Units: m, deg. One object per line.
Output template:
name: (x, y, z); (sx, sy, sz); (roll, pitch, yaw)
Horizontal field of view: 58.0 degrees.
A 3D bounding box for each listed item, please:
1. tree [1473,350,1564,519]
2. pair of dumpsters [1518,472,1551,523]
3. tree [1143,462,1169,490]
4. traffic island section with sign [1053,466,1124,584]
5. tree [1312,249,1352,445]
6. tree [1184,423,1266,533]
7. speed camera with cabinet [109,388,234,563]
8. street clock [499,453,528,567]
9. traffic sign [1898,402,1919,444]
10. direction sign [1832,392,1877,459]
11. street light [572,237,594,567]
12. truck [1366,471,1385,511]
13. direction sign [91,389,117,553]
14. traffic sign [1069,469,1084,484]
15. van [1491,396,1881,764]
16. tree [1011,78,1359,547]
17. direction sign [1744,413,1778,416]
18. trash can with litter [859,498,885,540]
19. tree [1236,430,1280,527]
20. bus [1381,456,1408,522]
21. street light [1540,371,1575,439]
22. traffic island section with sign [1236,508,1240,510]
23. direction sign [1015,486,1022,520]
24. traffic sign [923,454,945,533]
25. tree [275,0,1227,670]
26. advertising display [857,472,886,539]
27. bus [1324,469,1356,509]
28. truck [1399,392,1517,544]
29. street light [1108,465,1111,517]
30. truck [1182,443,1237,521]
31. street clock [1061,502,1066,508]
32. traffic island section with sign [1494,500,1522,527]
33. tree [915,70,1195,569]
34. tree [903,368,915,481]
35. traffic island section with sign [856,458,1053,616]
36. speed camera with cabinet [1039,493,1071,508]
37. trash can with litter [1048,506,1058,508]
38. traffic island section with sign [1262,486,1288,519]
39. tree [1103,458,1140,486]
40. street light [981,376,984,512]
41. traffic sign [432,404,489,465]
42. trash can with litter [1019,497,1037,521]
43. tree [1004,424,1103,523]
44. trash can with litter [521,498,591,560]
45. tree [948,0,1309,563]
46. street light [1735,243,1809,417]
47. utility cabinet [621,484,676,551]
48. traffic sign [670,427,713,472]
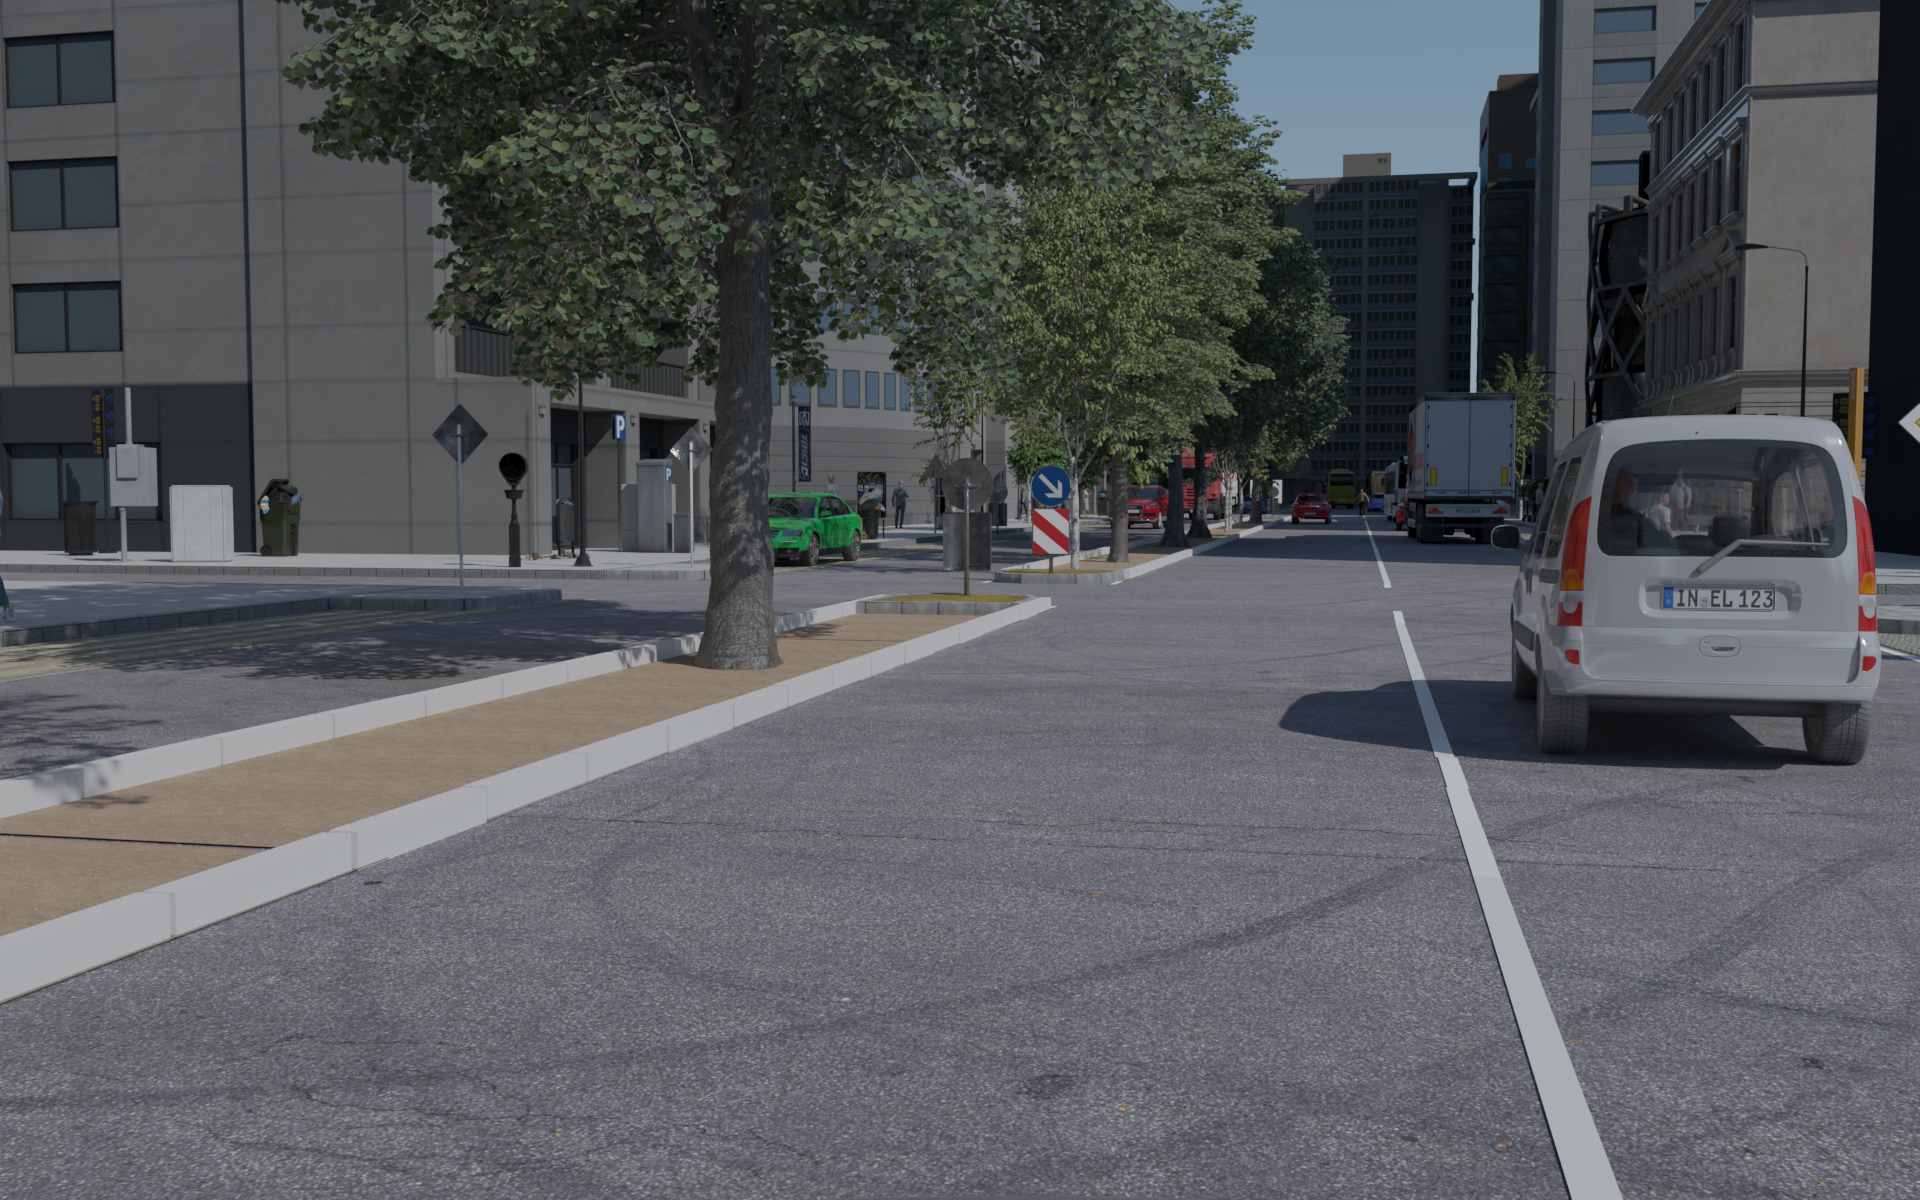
tree: (28.256, -8.407, 87.813); (4.737, 8.622, 4.395); (0, 3, 0)
pair of dumpsters: (26.414, -4.666, 78.780); (1.574, 2.255, 4.437); (1, 4, 13)
tree: (10.942, -7.746, 110.361); (4.285, 4.588, 4.351); (0, 3, 0)
traffic island section with sign: (1.610, -1.246, 28.505); (2.006, 1.907, 1.989); (1, 4, 13)
tree: (14.383, -10.691, 83.909); (9.857, 13.997, 8.962); (0, 3, 0)
tree: (10.637, -7.045, 68.011); (4.360, 8.622, 3.978); (0, 3, 0)
speed camera with cabinet: (-14.818, -2.338, 32.560); (2.038, 3.252, 0.660); (0, 4, -6)
street clock: (-7.801, -1.574, 30.299); (0.471, 2.002, 0.358); (0, 4, -6)
traffic sign: (10.477, -1.001, 18.556); (0.795, 2.593, 0.064); (1, 4, 13)
direction sign: (19.907, -2.853, 38.638); (0.876, 3.537, 0.379); (2, 4, 35)
street light: (-6.156, -3.538, 30.382); (1.470, 5.913, 1.316); (1, 4, 13)
truck: (36.028, -9.186, 146.122); (3.469, 3.379, 9.791); (1, 4, 13)
direction sign: (-18.496, -2.782, 37.479); (0.876, 3.537, 0.379); (2, 4, 34)
traffic sign: (5.879, -5.345, 87.490); (0.768, 2.556, 0.104); (1, 4, 17)
van: (4.357, -0.226, 10.701); (2.013, 2.044, 4.112); (1, 4, 15)
tree: (5.840, -7.780, 46.662); (9.611, 12.733, 9.660); (0, 3, 0)
direction sign: (22.487, -3.471, 48.741); (0.876, 3.537, 0.379); (1, 4, 18)
trash can with litter: (-2.601, -2.272, 48.537); (0.624, 1.170, 1.055); (2, 4, 28)
tree: (12.218, -7.464, 74.863); (4.737, 8.622, 4.395); (0, 3, 0)
bus: (23.700, -5.842, 90.381); (2.948, 3.499, 13.247); (1, 4, 11)
street light: (22.516, -5.668, 65.220); (1.470, 5.913, 1.316); (1, 4, 13)
traffic island section with sign: (24.328, -8.996, 155.707); (1.989, 1.847, 2.006); (1, 4, 13)
direction sign: (2.924, -5.794, 86.734); (0.379, 3.537, 0.876); (0, 4, 8)
traffic sign: (-0.806, -3.453, 56.467); (0.884, 2.594, 0.081); (1, 4, 17)
tree: (-1.827, -6.416, 14.017); (9.857, 13.997, 8.962); (0, 3, 0)
advertising display: (-2.557, -2.751, 50.191); (0.974, 1.923, 0.123); (2, 4, 34)
bus: (37.197, -10.875, 169.352); (2.896, 3.916, 12.252); (1, 4, 11)
truck: (15.177, -3.938, 53.297); (2.839, 4.237, 11.283); (1, 4, 12)
street light: (8.897, -7.554, 96.043); (1.470, 5.913, 1.316); (1, 4, 13)
truck: (13.800, -6.627, 97.259); (2.839, 4.237, 11.283); (1, 4, 14)
street clock: (4.836, -4.677, 81.038); (0.358, 2.002, 0.471); (2, 4, 28)
traffic island section with sign: (23.798, -4.162, 76.675); (1.989, 1.847, 2.006); (1, 4, 13)
tree: (1.983, -4.696, 29.604); (4.737, 8.622, 4.395); (0, 3, 0)
tree: (-0.200, -6.644, 58.986); (4.737, 8.622, 4.395); (0, 3, 0)
traffic island section with sign: (-0.052, -0.804, 21.286); (2.006, 1.907, 1.989); (1, 4, 13)
speed camera with cabinet: (5.242, -6.335, 97.918); (2.038, 3.252, 0.660); (1, 4, 19)
trash can with litter: (5.087, -4.857, 90.797); (1.055, 1.170, 0.624); (-1, 4, -12)
traffic island section with sign: (18.364, -5.726, 101.759); (2.006, 1.907, 1.989); (1, 4, 13)
tree: (6.530, -6.707, 93.371); (4.285, 4.588, 4.351); (0, 3, 0)
street light: (1.341, -5.546, 63.212); (1.470, 5.913, 1.316); (1, 4, 13)
traffic sign: (-6.476, -1.239, 22.442); (0.795, 2.593, 0.064); (1, 4, 13)
trash can with litter: (3.577, -4.338, 81.980); (1.678, 1.210, 2.233); (-1, 4, -9)
tree: (3.555, -5.750, 77.722); (4.285, 4.588, 4.351); (0, 3, 0)
trash can with litter: (-8.149, -1.431, 34.461); (1.678, 1.210, 2.233); (1, 4, 20)
tree: (3.301, -7.070, 36.185); (7.486, 12.596, 7.792); (0, 3, 0)
street light: (15.047, -3.644, 32.126); (1.470, 5.913, 1.316); (1, 4, 13)
utility cabinet: (-6.950, -1.836, 38.691); (1.173, 1.500, 0.318); (0, 4, -6)
traffic sign: (-4.695, -1.715, 30.227); (0.795, 2.593, 0.064); (1, 4, 13)
